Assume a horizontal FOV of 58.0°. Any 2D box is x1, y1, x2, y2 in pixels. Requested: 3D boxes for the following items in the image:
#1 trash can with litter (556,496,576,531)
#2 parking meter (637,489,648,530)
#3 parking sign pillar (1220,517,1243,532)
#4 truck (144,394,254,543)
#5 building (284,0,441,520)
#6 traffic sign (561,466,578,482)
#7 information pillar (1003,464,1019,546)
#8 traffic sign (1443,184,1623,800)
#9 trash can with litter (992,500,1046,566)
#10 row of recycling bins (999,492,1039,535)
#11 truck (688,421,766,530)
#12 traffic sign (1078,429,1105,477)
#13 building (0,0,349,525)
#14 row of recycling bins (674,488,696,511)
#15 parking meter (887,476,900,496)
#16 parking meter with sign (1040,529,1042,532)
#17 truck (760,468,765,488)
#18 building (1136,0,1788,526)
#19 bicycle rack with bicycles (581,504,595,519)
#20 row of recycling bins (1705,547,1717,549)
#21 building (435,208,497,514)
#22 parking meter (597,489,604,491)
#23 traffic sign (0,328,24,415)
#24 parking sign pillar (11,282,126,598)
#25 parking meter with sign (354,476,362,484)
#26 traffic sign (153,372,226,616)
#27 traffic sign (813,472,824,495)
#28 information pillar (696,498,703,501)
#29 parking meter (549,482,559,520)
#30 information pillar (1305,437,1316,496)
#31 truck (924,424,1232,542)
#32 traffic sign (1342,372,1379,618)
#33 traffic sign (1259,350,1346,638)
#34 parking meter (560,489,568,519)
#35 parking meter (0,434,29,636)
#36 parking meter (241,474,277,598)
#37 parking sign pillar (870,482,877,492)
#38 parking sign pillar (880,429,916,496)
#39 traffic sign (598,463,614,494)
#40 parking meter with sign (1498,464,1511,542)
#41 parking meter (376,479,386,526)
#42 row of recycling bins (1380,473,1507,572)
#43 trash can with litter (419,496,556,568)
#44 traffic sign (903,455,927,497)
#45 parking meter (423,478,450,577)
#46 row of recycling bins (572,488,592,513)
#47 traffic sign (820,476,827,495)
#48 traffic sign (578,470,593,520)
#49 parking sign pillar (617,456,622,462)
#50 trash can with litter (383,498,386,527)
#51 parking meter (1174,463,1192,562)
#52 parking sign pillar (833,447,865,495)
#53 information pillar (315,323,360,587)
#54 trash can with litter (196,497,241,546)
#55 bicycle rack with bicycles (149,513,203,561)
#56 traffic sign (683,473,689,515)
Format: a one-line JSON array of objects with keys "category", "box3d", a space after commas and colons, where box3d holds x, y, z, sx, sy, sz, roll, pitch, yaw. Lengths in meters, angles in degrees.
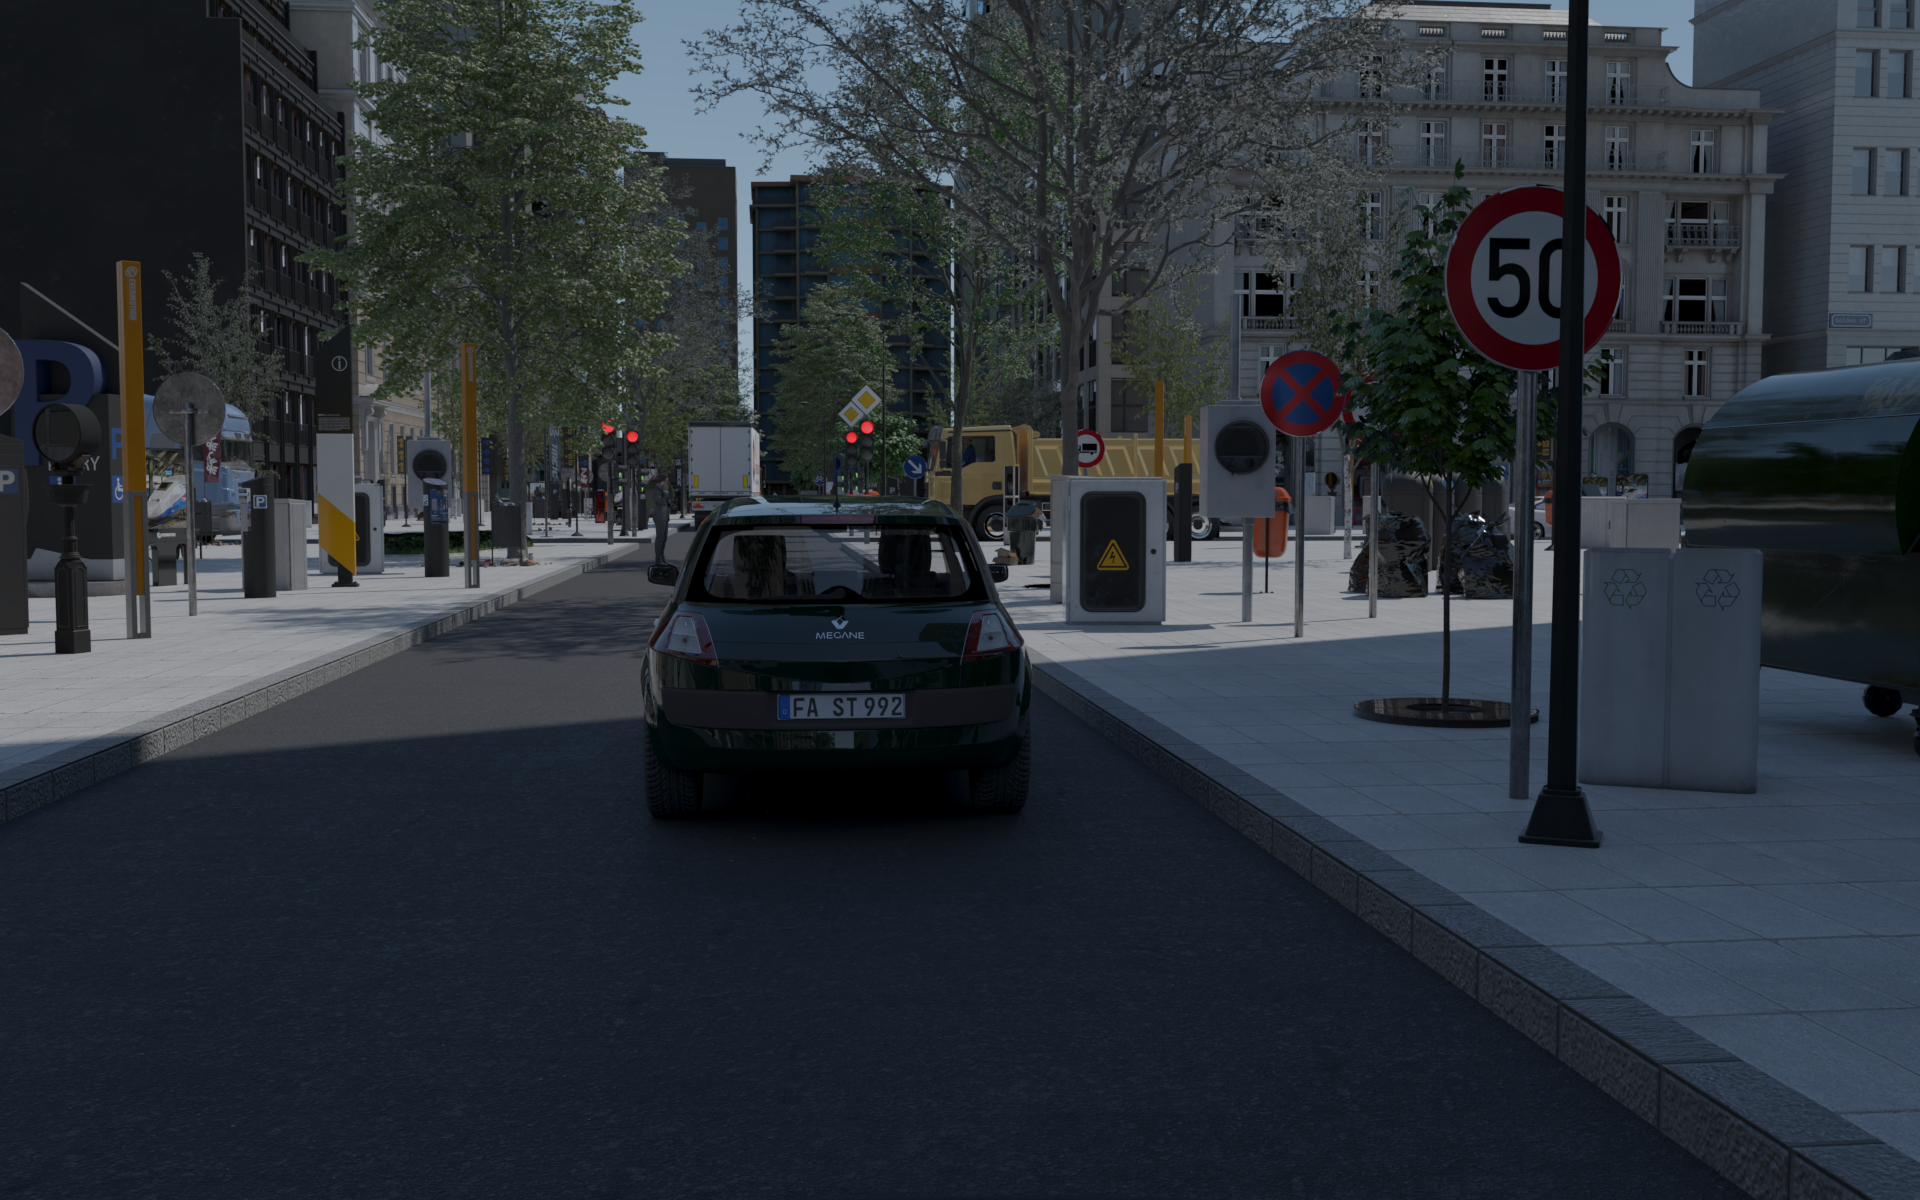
[{"category": "trash can with litter", "box3d": [-14.760, -2.995, 60.031, 2.233, 1.210, 1.678, -3, 5, -42]}, {"category": "parking meter", "box3d": [-11.461, -3.312, 62.563, 0.372, 1.533, 0.369, 0, 3, 0]}, {"category": "parking sign pillar", "box3d": [9.552, -4.338, 59.395, 1.447, 3.967, 1.447, 3, 4, 36]}, {"category": "truck", "box3d": [-27.609, -3.379, 45.007, 18.799, 4.110, 2.967, 0, 4, -6]}, {"category": "building", "box3d": [-34.884, -18.489, 88.201, 13.634, 28.700, 20.117, 0, 4, -6]}, {"category": "traffic sign", "box3d": [-16.870, -4.568, 74.788, 0.768, 2.556, 0.104, 0, 4, -2]}, {"category": "information pillar", "box3d": [1.278, -2.365, 43.152, 0.304, 2.012, 0.304, 2, 4, 26]}, {"category": "traffic sign", "box3d": [2.359, -0.436, 7.231, 0.768, 2.556, 0.104, 0, 4, -6]}, {"category": "trash can with litter", "box3d": [1.053, -1.217, 31.277, 0.624, 1.170, 1.055, 2, 4, 32]}, {"category": "row of recycling bins", "box3d": [1.805, -2.958, 55.472, 1.069, 1.692, 3.534, -1, 4, -11]}, {"category": "truck", "box3d": [-9.693, -5.109, 72.447, 2.839, 4.237, 11.283, 0, 4, -5]}, {"category": "traffic sign", "box3d": [2.465, -2.073, 34.005, 0.768, 2.556, 0.104, 0, 4, -4]}, {"category": "building", "box3d": [-33.163, -14.729, 70.503, 12.332, 23.373, 15.834, 0, 4, -6]}, {"category": "row of recycling bins", "box3d": [-19.715, -7.142, 123.888, 1.069, 1.692, 3.534, -2, 4, -31]}, {"category": "parking meter", "box3d": [-2.177, -3.119, 56.705, 0.399, 1.863, 0.255, 1, 4, 9]}, {"category": "parking meter with sign", "box3d": [1.937, -3.841, 59.060, 1.738, 3.016, 0.543, 0, 4, -5]}, {"category": "truck", "box3d": [-20.923, -11.167, 172.343, 2.967, 4.110, 18.799, 0, 4, -6]}, {"category": "building", "box3d": [20.849, -14.296, 75.543, 24.055, 21.916, 13.314, 0, 4, -6]}, {"category": "bicycle rack with bicycles", "box3d": [-17.632, -4.616, 88.847, 2.925, 0.926, 2.852, 1, 4, 11]}, {"category": "row of recycling bins", "box3d": [8.596, -0.520, 15.621, 3.534, 1.692, 1.069, 2, 4, 34]}, {"category": "building", "box3d": [-37.947, -16.419, 110.250, 13.314, 21.916, 24.055, 0, 4, -6]}, {"category": "parking meter", "box3d": [-19.434, -5.218, 93.722, 0.372, 1.533, 0.369, 0, 3, 0]}, {"category": "traffic sign", "box3d": [-7.128, -0.756, 12.468, 0.768, 2.556, 0.104, 0, 4, -4]}, {"category": "parking sign pillar", "box3d": [-11.310, -2.051, 22.011, 1.447, 3.967, 1.447, 0, 4, 5]}, {"category": "parking meter with sign", "box3d": [-25.263, -4.644, 72.188, 1.738, 3.016, 0.543, -1, 4, -16]}, {"category": "traffic sign", "box3d": [-8.084, -1.105, 18.177, 0.768, 2.556, 0.104, 0, 4, 0]}, {"category": "traffic sign", "box3d": [-7.991, -6.019, 98.513, 0.768, 2.556, 0.104, 0, 4, -5]}, {"category": "information pillar", "box3d": [-16.256, -7.149, 108.243, 0.504, 3.616, 0.183, -1, 4, -20]}, {"category": "parking meter", "box3d": [-20.214, -4.928, 86.283, 0.399, 1.863, 0.255, -3, 4, -39]}, {"category": "information pillar", "box3d": [13.484, -4.619, 66.876, 0.183, 3.616, 0.504, -3, 5, -43]}, {"category": "truck", "box3d": [3.027, -3.279, 49.541, 9.791, 3.379, 3.469, 0, 4, -5]}, {"category": "traffic sign", "box3d": [4.282, -1.088, 17.890, 0.768, 2.556, 0.104, 0, 4, -6]}, {"category": "traffic sign", "box3d": [3.036, -0.938, 15.439, 0.768, 2.556, 0.104, 0, 4, 0]}, {"category": "parking meter", "box3d": [-20.135, -4.890, 88.369, 0.372, 1.533, 0.369, 0, 3, 0]}, {"category": "parking meter", "box3d": [-8.724, -0.615, 15.770, 0.255, 1.863, 0.399, 3, 4, 36]}, {"category": "parking meter", "box3d": [-8.676, -0.796, 21.432, 0.372, 1.533, 0.369, 0, 3, 0]}, {"category": "parking sign pillar", "box3d": [-4.884, -6.725, 98.431, 1.447, 3.967, 1.447, -3, 5, -40]}, {"category": "parking sign pillar", "box3d": [-2.347, -5.061, 71.212, 1.447, 3.967, 1.447, 2, 4, 24]}, {"category": "traffic sign", "box3d": [-14.364, -4.318, 70.704, 0.768, 2.556, 0.104, 0, 4, -5]}, {"category": "parking meter with sign", "box3d": [10.684, -2.346, 34.611, 0.543, 3.016, 1.738, 0, 4, 6]}, {"category": "parking meter", "box3d": [-23.188, -3.893, 69.368, 0.255, 1.863, 0.399, -2, 4, -33]}, {"category": "row of recycling bins", "box3d": [8.281, -1.382, 29.709, 1.069, 1.692, 3.534, 3, 5, 43]}, {"category": "trash can with litter", "box3d": [-8.485, -1.215, 30.921, 2.233, 1.210, 1.678, 0, 4, -8]}, {"category": "traffic sign", "box3d": [-1.467, -3.457, 56.621, 0.768, 2.556, 0.104, 0, 4, 0]}, {"category": "parking meter", "box3d": [-8.106, -1.125, 26.807, 0.372, 1.533, 0.369, 0, 3, 0]}, {"category": "row of recycling bins", "box3d": [-25.002, -6.651, 115.861, 1.069, 1.692, 3.534, 1, 4, 20]}, {"category": "traffic sign", "box3d": [-9.019, -6.979, 114.213, 0.768, 2.556, 0.104, 0, 4, 1]}, {"category": "traffic sign", "box3d": [-18.796, -5.312, 86.957, 0.768, 2.556, 0.104, 0, 4, 0]}, {"category": "parking sign pillar", "box3d": [-21.396, -7.239, 106.833, 1.447, 3.967, 1.447, 0, 4, -8]}, {"category": "trash can with litter", "box3d": [-22.322, -3.321, 65.692, 1.055, 1.170, 0.624, 0, 4, 2]}, {"category": "parking meter", "box3d": [4.231, -1.662, 32.882, 0.255, 1.863, 0.399, -1, 4, -11]}, {"category": "parking sign pillar", "box3d": [-5.513, -5.703, 81.710, 1.447, 3.967, 1.447, -2, 4, -31]}, {"category": "information pillar", "box3d": [-8.574, -1.985, 23.817, 0.504, 3.616, 0.183, 0, 4, -8]}, {"category": "trash can with litter", "box3d": [-18.498, -1.957, 43.058, 2.233, 1.210, 1.678, 0, 4, -6]}, {"category": "bicycle rack with bicycles", "box3d": [-15.782, -1.233, 33.537, 2.852, 0.926, 2.925, 0, 4, 3]}, {"category": "traffic sign", "box3d": [-16.655, -6.389, 104.558, 0.768, 2.556, 0.104, 0, 4, -6]}]
